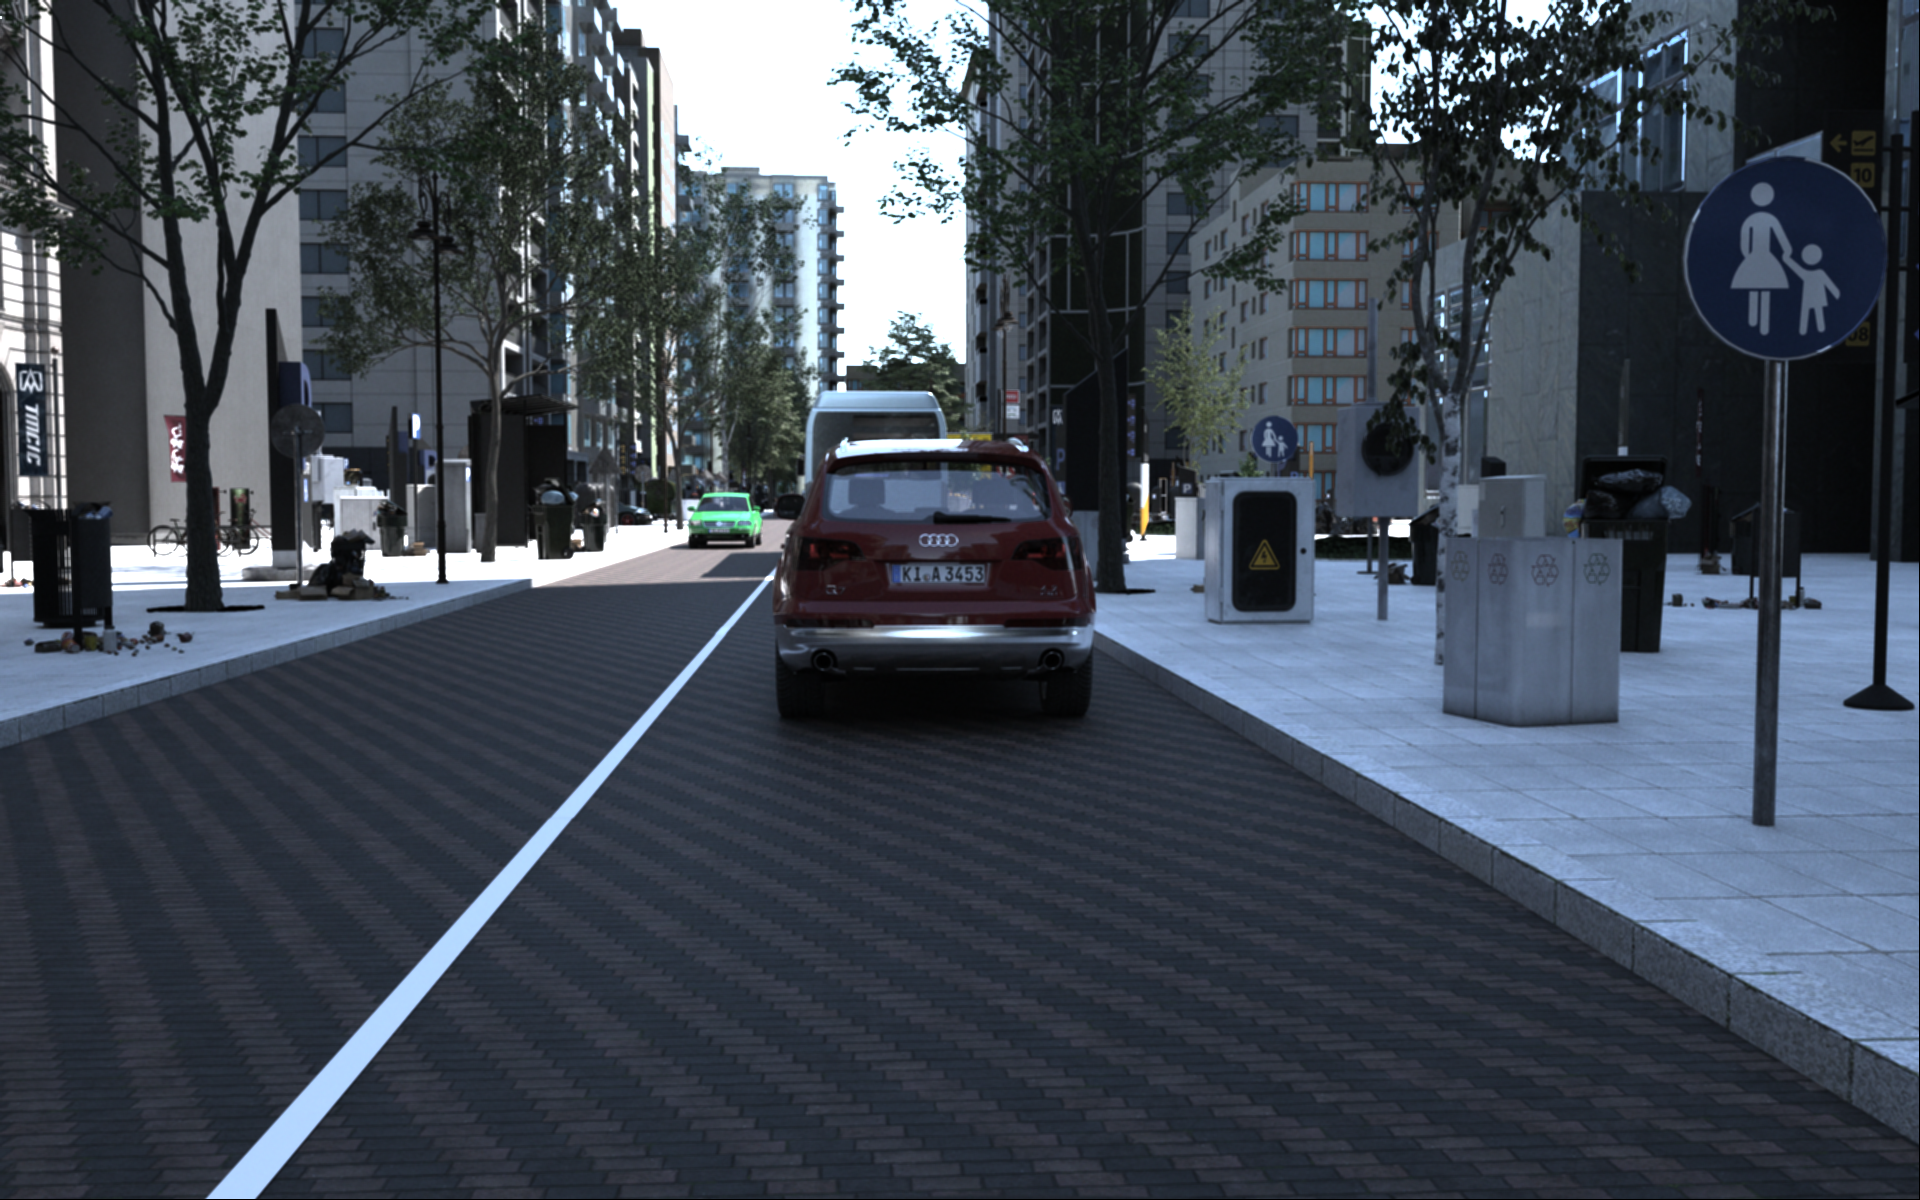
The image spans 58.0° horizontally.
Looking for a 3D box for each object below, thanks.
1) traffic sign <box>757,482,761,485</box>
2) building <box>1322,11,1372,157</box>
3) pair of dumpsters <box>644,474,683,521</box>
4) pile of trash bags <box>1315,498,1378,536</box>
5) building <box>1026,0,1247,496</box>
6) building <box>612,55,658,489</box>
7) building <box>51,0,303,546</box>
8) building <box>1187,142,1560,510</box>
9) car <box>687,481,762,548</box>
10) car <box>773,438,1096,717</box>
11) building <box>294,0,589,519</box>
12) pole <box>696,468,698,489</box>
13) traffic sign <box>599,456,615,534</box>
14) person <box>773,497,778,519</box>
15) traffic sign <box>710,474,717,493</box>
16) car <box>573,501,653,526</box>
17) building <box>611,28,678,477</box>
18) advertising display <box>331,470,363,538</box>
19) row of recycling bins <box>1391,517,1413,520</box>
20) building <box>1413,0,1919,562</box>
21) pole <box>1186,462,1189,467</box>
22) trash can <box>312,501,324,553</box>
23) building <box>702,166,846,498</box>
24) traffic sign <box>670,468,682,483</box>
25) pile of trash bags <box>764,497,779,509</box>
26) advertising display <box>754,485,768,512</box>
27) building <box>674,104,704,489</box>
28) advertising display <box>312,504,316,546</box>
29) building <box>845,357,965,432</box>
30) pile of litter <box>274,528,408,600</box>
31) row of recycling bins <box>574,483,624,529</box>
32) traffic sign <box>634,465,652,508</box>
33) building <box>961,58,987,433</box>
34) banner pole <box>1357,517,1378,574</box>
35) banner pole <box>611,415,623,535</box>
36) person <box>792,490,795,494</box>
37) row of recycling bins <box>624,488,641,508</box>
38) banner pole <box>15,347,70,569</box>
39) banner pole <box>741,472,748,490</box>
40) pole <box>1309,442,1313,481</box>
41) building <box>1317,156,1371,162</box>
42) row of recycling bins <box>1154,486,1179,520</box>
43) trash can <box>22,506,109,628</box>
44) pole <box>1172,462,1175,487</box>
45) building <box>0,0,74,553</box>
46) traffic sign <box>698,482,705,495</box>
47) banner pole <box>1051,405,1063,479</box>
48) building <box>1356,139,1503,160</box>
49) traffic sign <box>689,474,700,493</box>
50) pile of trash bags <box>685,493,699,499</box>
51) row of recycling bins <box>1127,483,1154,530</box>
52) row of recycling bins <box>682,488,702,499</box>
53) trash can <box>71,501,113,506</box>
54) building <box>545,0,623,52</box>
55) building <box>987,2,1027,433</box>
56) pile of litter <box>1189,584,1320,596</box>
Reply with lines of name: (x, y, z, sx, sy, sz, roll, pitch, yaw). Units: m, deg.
traffic sign: (-16.280, -8.486, 139.928, 0.795, 2.450, 0.064, 0, 4, 2)
building: (50.687, -50.222, 259.376, 20.611, 71.187, 20.563, 0, 4, -4)
pair of dumpsters: (-14.311, -4.951, 83.444, 1.574, 2.255, 4.437, 0, 4, -4)
pile of trash bags: (12.267, -2.701, 53.918, 1.912, 1.369, 3.447, -1, 4, -15)
building: (14.045, -42.295, 129.780, 20.563, 71.187, 20.611, 0, 4, -4)
building: (-35.407, -28.952, 156.961, 14.154, 41.232, 14.086, 0, 4, -4)
building: (-32.341, -15.576, 48.171, 24.014, 27.812, 14.314, 0, 4, -4)
building: (30.816, -15.894, 104.914, 28.899, 21.520, 27.650, 0, 4, -4)
car: (-6.401, -2.359, 47.365, 1.959, 1.807, 4.718, 0, 4, -3)
car: (-0.240, -0.246, 12.693, 2.281, 1.827, 5.304, 0, 4, -3)
building: (-32.316, -40.317, 97.437, 20.563, 71.187, 20.611, 0, 4, -4)
pole: (-20.714, -8.732, 136.617, 0.158, 3.312, 0.155, 0, 3, 0)
traffic sign: (-11.377, -3.419, 56.004, 0.768, 2.556, 0.104, 0, 4, -4)
person: (-10.592, -5.303, 99.877, 0.362, 1.253, 0.373, -1, 4, -13)
traffic sign: (-15.415, -6.642, 108.694, 0.768, 2.556, 0.104, 0, 4, 3)
car: (-14.974, -3.822, 72.271, 4.222, 1.686, 2.009, 0, 4, -2)
building: (-35.649, -31.857, 170.969, 14.600, 45.320, 14.200, 0, 4, -4)
advertising display: (-16.600, -2.549, 46.894, 0.974, 1.923, 0.123, 1, 4, 18)
row of recycling bins: (21.119, -4.741, 84.628, 3.534, 1.692, 1.069, -3, 5, -40)
building: (24.638, -43.891, 30.293, 22.319, 86.520, 31.000, 0, 4, -4)
pole: (14.362, -7.058, 109.243, 0.158, 3.312, 0.155, 0, 3, 0)
trash can: (-14.324, -1.610, 37.976, 0.748, 1.137, 0.748, 0, 3, 0)
building: (-32.174, -38.894, 255.518, 30.456, 49.044, 23.786, 0, 4, -4)
traffic sign: (-14.334, -5.292, 86.525, 0.884, 2.594, 0.081, 0, 4, -3)
pile of trash bags: (-17.085, -8.499, 148.712, 3.447, 1.369, 1.912, -1, 4, -9)
advertising display: (-14.345, -7.329, 125.050, 0.974, 1.923, 0.123, -1, 4, -21)
building: (-46.622, -35.582, 201.371, 30.456, 49.044, 23.786, 0, 4, -4)
advertising display: (-16.212, -2.294, 42.721, 0.974, 1.923, 0.123, 2, 4, 31)
building: (-2.704, -25.405, 260.405, 28.899, 21.520, 27.650, 0, 4, -4)
pile of litter: (-7.605, -0.443, 21.209, 1.719, 0.858, 1.176, 2, 4, 31)
row of recycling bins: (-13.570, -3.512, 64.531, 1.069, 1.692, 3.534, 0, 4, 2)
traffic sign: (-13.692, -4.567, 74.778, 0.768, 2.556, 0.104, 0, 4, 6)
building: (14.872, -37.583, 203.718, 28.713, 52.752, 27.495, 0, 4, -4)
banner pole: (6.682, -2.326, 28.054, 0.401, 3.779, 0.863, 1, 4, 19)
banner pole: (-10.834, -3.962, 54.788, 0.401, 3.779, 0.863, -1, 4, -22)
person: (-14.318, -8.614, 149.738, 0.661, 1.777, 0.834, 3, 5, 45)
row of recycling bins: (-22.426, -6.749, 117.456, 1.069, 1.692, 3.534, -1, 4, -22)
banner pole: (-15.547, -2.408, 29.383, 0.401, 3.779, 0.863, 3, 5, 43)
banner pole: (-17.356, -9.166, 139.887, 0.863, 3.779, 0.401, -3, 5, -43)
pole: (13.681, -4.505, 67.507, 0.158, 3.312, 0.155, 0, 3, 0)
building: (41.633, -32.268, 211.175, 14.086, 41.232, 14.154, 0, 4, -4)
row of recycling bins: (10.558, -4.933, 87.770, 3.534, 1.692, 1.069, 1, 4, 10)
trash can: (-8.615, -0.310, 16.724, 0.748, 1.137, 0.748, 0, 3, 0)
pole: (13.525, -7.099, 109.916, 0.158, 3.312, 0.155, 0, 3, 0)
building: (-25.647, -11.353, 27.418, 13.314, 21.916, 24.055, 0, 4, -4)
traffic sign: (-15.830, -6.544, 107.100, 0.768, 2.556, 0.104, 0, 4, -1)
banner pole: (2.560, -3.238, 42.966, 0.863, 3.779, 0.401, -3, 4, -38)
building: (56.772, -34.443, 213.253, 14.200, 45.320, 14.600, 0, 4, -4)
traffic sign: (-17.022, -6.807, 111.395, 0.768, 2.556, 0.104, 0, 4, 2)
pile of trash bags: (-14.796, -5.386, 97.817, 1.912, 1.369, 3.447, -1, 4, -17)
row of recycling bins: (5.130, -3.333, 61.609, 3.534, 1.692, 1.069, -3, 4, -36)
row of recycling bins: (-18.965, -7.075, 122.786, 1.069, 1.692, 3.534, 1, 4, 13)
trash can: (-17.374, -1.409, 34.691, 0.748, 1.137, 0.748, 0, 3, 0)
building: (-37.639, -31.296, 131.300, 23.786, 49.044, 30.456, 0, 4, -4)
building: (13.264, -38.750, 175.567, 21.231, 58.520, 28.212, 0, 4, -4)
pile of litter: (3.757, -0.514, 22.365, 1.176, 0.858, 1.719, -2, 4, -33)
